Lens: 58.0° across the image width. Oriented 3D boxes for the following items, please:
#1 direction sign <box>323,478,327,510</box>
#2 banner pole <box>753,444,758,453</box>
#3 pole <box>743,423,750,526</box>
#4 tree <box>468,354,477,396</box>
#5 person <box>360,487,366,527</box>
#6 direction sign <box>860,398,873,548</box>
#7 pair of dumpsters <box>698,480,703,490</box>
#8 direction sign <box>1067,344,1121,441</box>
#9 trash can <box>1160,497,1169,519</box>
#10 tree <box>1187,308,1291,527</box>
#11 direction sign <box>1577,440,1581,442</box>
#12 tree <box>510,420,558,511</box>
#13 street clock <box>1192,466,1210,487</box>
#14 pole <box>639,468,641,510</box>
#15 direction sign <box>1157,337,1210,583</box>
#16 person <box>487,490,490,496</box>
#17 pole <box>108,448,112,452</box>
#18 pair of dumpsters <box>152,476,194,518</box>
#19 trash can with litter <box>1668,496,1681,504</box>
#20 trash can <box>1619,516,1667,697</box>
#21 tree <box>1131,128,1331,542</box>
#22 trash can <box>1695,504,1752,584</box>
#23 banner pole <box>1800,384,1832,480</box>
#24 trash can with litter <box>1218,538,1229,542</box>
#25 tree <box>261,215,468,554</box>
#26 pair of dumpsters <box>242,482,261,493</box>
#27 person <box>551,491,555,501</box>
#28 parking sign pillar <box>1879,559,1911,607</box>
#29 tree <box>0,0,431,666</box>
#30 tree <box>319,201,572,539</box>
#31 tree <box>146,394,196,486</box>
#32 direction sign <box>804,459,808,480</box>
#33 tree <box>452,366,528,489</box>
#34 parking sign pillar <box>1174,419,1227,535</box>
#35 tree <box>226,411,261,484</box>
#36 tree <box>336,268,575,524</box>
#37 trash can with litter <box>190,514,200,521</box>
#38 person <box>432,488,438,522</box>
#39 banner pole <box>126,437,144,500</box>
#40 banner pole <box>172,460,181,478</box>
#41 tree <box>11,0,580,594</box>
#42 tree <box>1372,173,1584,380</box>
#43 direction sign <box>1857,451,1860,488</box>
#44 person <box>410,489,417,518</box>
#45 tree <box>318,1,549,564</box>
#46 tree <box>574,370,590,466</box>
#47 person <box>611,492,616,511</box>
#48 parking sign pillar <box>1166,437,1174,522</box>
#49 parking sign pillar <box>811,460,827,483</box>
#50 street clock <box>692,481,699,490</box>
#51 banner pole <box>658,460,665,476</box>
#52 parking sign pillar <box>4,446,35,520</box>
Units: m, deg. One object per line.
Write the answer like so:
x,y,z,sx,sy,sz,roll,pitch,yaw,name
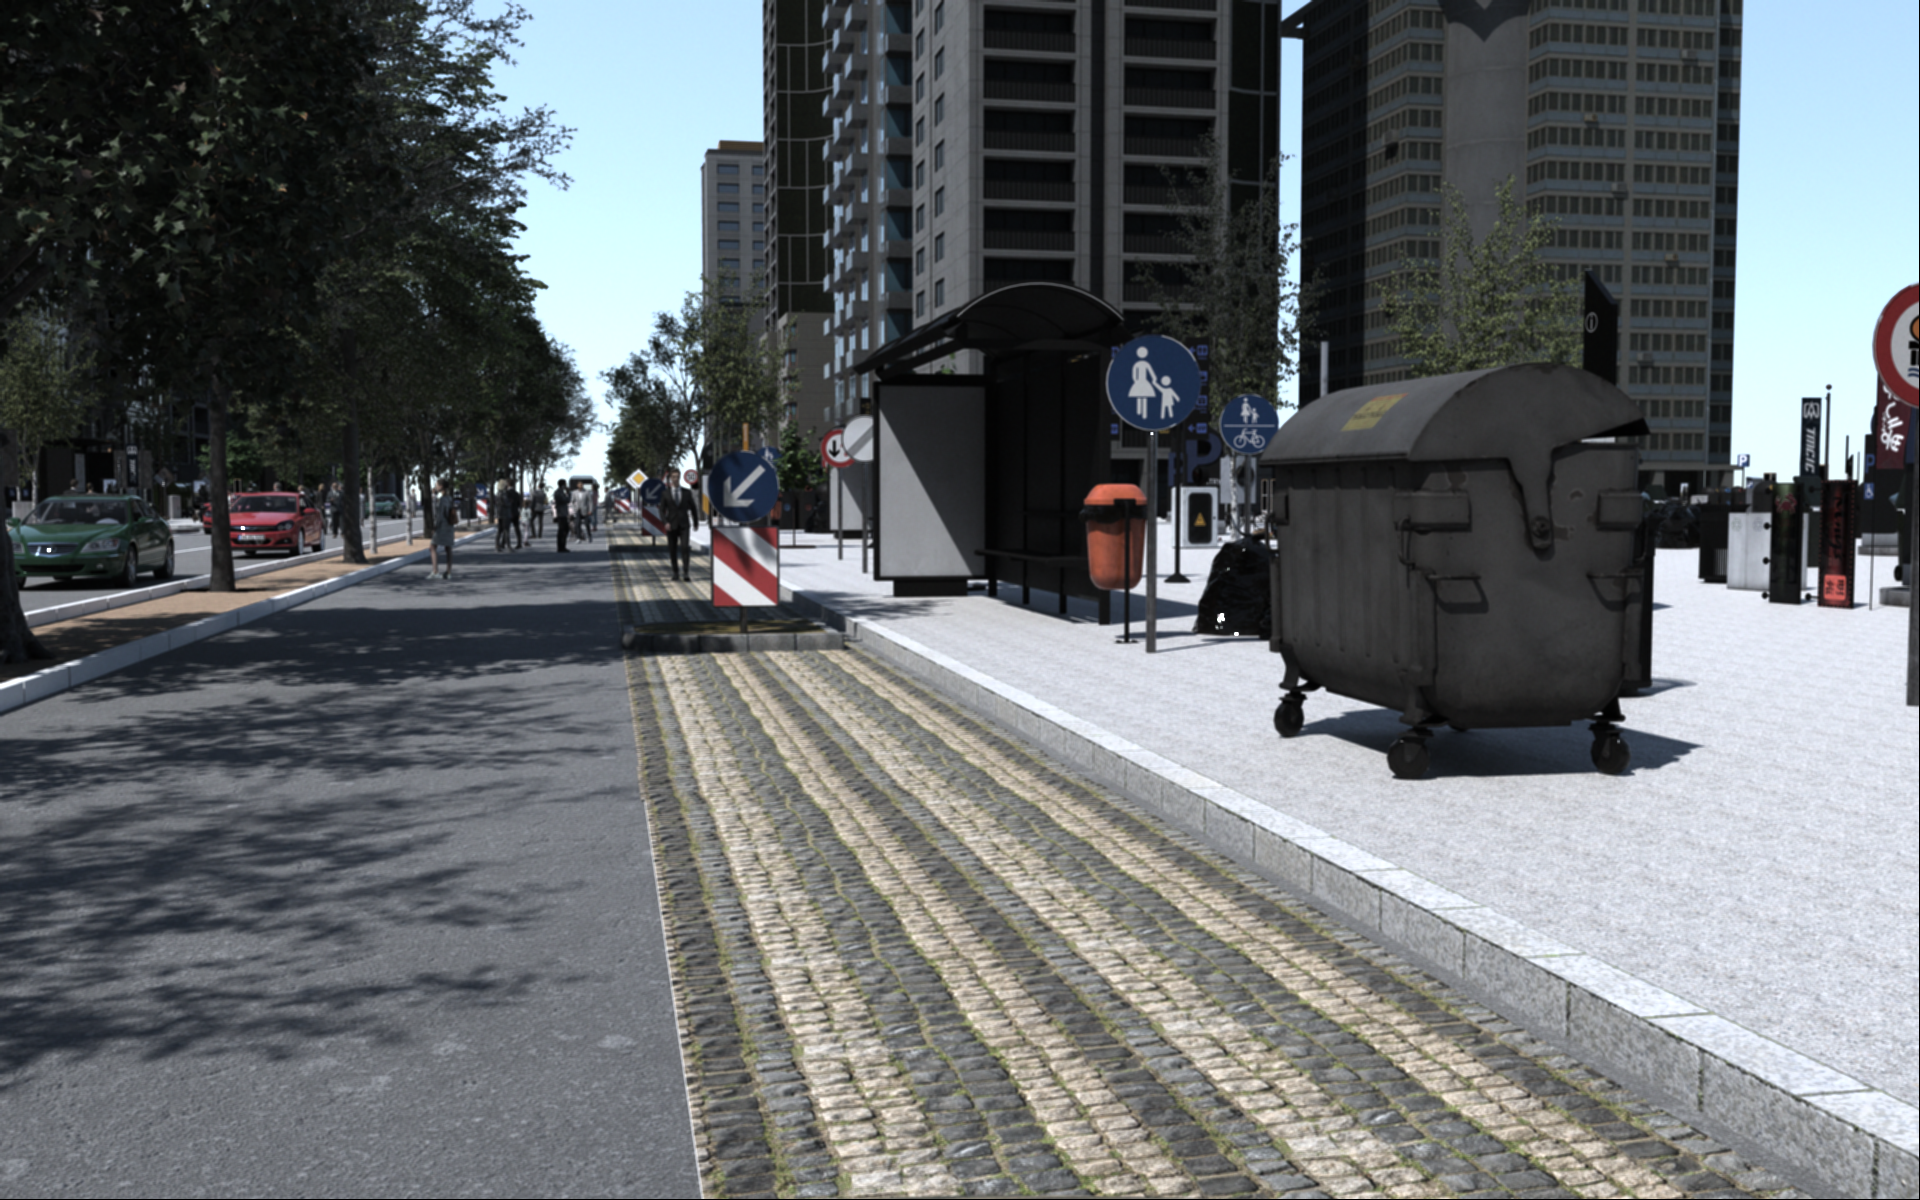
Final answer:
-52.566,-9.244,143.136,0.379,3.537,0.876,-1,4,-22,direction sign
-10.168,-5.948,87.265,0.863,3.779,0.401,-3,4,-36,banner pole
-6.149,-3.426,49.857,0.158,3.312,0.155,0,3,0,pole
-15.261,-5.804,47.718,4.360,8.622,3.978,0,3,0,tree
-25.982,-4.040,75.119,0.480,1.755,0.524,-3,5,-43,person
-2.039,-2.997,41.002,0.379,3.537,0.876,3,5,42,direction sign
-18.071,-7.506,125.223,1.574,2.255,4.437,-1,4,-12,pair of dumpsters
1.900,-2.039,25.336,0.876,3.537,0.379,0,4,2,direction sign
10.556,-4.706,88.592,0.748,1.137,0.748,0,3,0,trash can
10.582,-7.151,67.275,4.737,8.622,4.395,0,3,0,tree
18.872,-3.689,52.308,0.876,3.537,0.379,-3,4,-36,direction sign
-31.055,-10.543,125.202,4.360,8.622,3.978,0,3,0,tree
6.300,-2.495,45.358,0.358,2.002,0.471,-2,4,-28,street clock
-25.338,-8.741,136.753,0.158,3.312,0.155,0,3,0,pole
3.158,-2.022,25.062,0.876,3.537,0.379,0,4,3,direction sign
-39.734,-8.425,146.648,0.661,1.777,0.834,-3,5,-44,person
-37.846,-5.103,77.272,0.158,3.312,0.155,0,3,0,pole
-41.967,-5.507,92.536,1.574,2.255,4.437,-1,4,-12,pair of dumpsters
26.982,-3.377,66.266,1.678,1.210,2.233,-3,5,-40,trash can with litter
4.128,0.032,11.127,0.748,1.137,0.748,0,3,0,trash can
5.546,-5.171,34.905,4.360,8.622,3.978,0,3,0,tree
11.002,-0.816,24.995,0.748,1.137,0.748,0,3,0,trash can
19.557,-3.029,39.539,0.863,3.779,0.401,0,4,-3,banner pole
6.756,-2.240,47.682,1.678,1.210,2.233,1,4,10,trash can with litter
-13.900,-5.378,40.758,4.360,8.622,3.978,0,3,0,tree
-41.081,-5.891,98.809,1.574,2.255,4.437,-1,4,-12,pair of dumpsters
-49.767,-12.491,212.708,1.348,1.826,0.705,-3,4,-36,person
11.387,-1.916,19.803,1.447,3.967,1.447,0,4,0,parking sign pillar
-8.277,-5.798,14.268,9.611,12.733,9.660,0,3,0,tree
-16.976,-7.739,54.741,9.928,11.665,9.643,0,3,0,tree
-50.275,-9.671,108.483,4.737,8.622,4.395,0,3,0,tree
-9.866,-7.118,108.370,0.876,3.537,0.379,-3,5,-41,direction sign
-22.875,-8.036,84.209,4.737,8.622,4.395,0,3,0,tree
7.659,-4.030,54.362,1.447,3.967,1.447,0,4,-4,parking sign pillar
-53.985,-11.066,131.286,4.360,8.622,3.978,0,3,0,tree
-18.825,-7.743,63.470,8.767,10.594,7.601,-1,4,-12,tree
-36.757,-4.440,83.989,1.055,1.170,0.624,-2,4,-31,trash can with litter
-26.914,-4.873,88.740,0.524,1.755,0.480,2,4,34,person
-35.870,-5.227,75.476,0.863,3.779,0.401,-1,4,-15,banner pole
-58.050,-8.471,128.514,0.401,3.779,0.863,2,4,29,banner pole
-10.849,-6.865,25.062,12.009,13.543,11.850,0,3,0,tree
11.745,-5.447,39.425,4.737,8.622,4.395,0,3,0,tree
47.763,-6.124,92.131,0.379,3.537,0.876,2,4,25,direction sign
-32.800,-5.811,104.082,0.524,1.755,0.480,2,4,33,person
-12.272,-6.988,34.835,7.486,12.596,7.792,0,3,0,tree
-21.258,-8.638,78.094,8.767,10.594,7.601,-1,4,-12,tree
-28.797,-8.147,143.513,0.589,1.601,0.330,0,4,-7,person
10.338,-5.647,80.804,1.447,3.967,1.447,3,4,37,parking sign pillar
-9.112,-7.678,114.004,1.447,3.967,1.447,-1,4,-10,parking sign pillar
-13.921,-5.301,91.242,0.471,2.002,0.358,2,4,25,street clock
-21.966,-8.369,126.856,0.401,3.779,0.863,-1,4,-18,banner pole
-50.609,-6.421,93.461,1.447,3.967,1.447,-1,4,-14,parking sign pillar
